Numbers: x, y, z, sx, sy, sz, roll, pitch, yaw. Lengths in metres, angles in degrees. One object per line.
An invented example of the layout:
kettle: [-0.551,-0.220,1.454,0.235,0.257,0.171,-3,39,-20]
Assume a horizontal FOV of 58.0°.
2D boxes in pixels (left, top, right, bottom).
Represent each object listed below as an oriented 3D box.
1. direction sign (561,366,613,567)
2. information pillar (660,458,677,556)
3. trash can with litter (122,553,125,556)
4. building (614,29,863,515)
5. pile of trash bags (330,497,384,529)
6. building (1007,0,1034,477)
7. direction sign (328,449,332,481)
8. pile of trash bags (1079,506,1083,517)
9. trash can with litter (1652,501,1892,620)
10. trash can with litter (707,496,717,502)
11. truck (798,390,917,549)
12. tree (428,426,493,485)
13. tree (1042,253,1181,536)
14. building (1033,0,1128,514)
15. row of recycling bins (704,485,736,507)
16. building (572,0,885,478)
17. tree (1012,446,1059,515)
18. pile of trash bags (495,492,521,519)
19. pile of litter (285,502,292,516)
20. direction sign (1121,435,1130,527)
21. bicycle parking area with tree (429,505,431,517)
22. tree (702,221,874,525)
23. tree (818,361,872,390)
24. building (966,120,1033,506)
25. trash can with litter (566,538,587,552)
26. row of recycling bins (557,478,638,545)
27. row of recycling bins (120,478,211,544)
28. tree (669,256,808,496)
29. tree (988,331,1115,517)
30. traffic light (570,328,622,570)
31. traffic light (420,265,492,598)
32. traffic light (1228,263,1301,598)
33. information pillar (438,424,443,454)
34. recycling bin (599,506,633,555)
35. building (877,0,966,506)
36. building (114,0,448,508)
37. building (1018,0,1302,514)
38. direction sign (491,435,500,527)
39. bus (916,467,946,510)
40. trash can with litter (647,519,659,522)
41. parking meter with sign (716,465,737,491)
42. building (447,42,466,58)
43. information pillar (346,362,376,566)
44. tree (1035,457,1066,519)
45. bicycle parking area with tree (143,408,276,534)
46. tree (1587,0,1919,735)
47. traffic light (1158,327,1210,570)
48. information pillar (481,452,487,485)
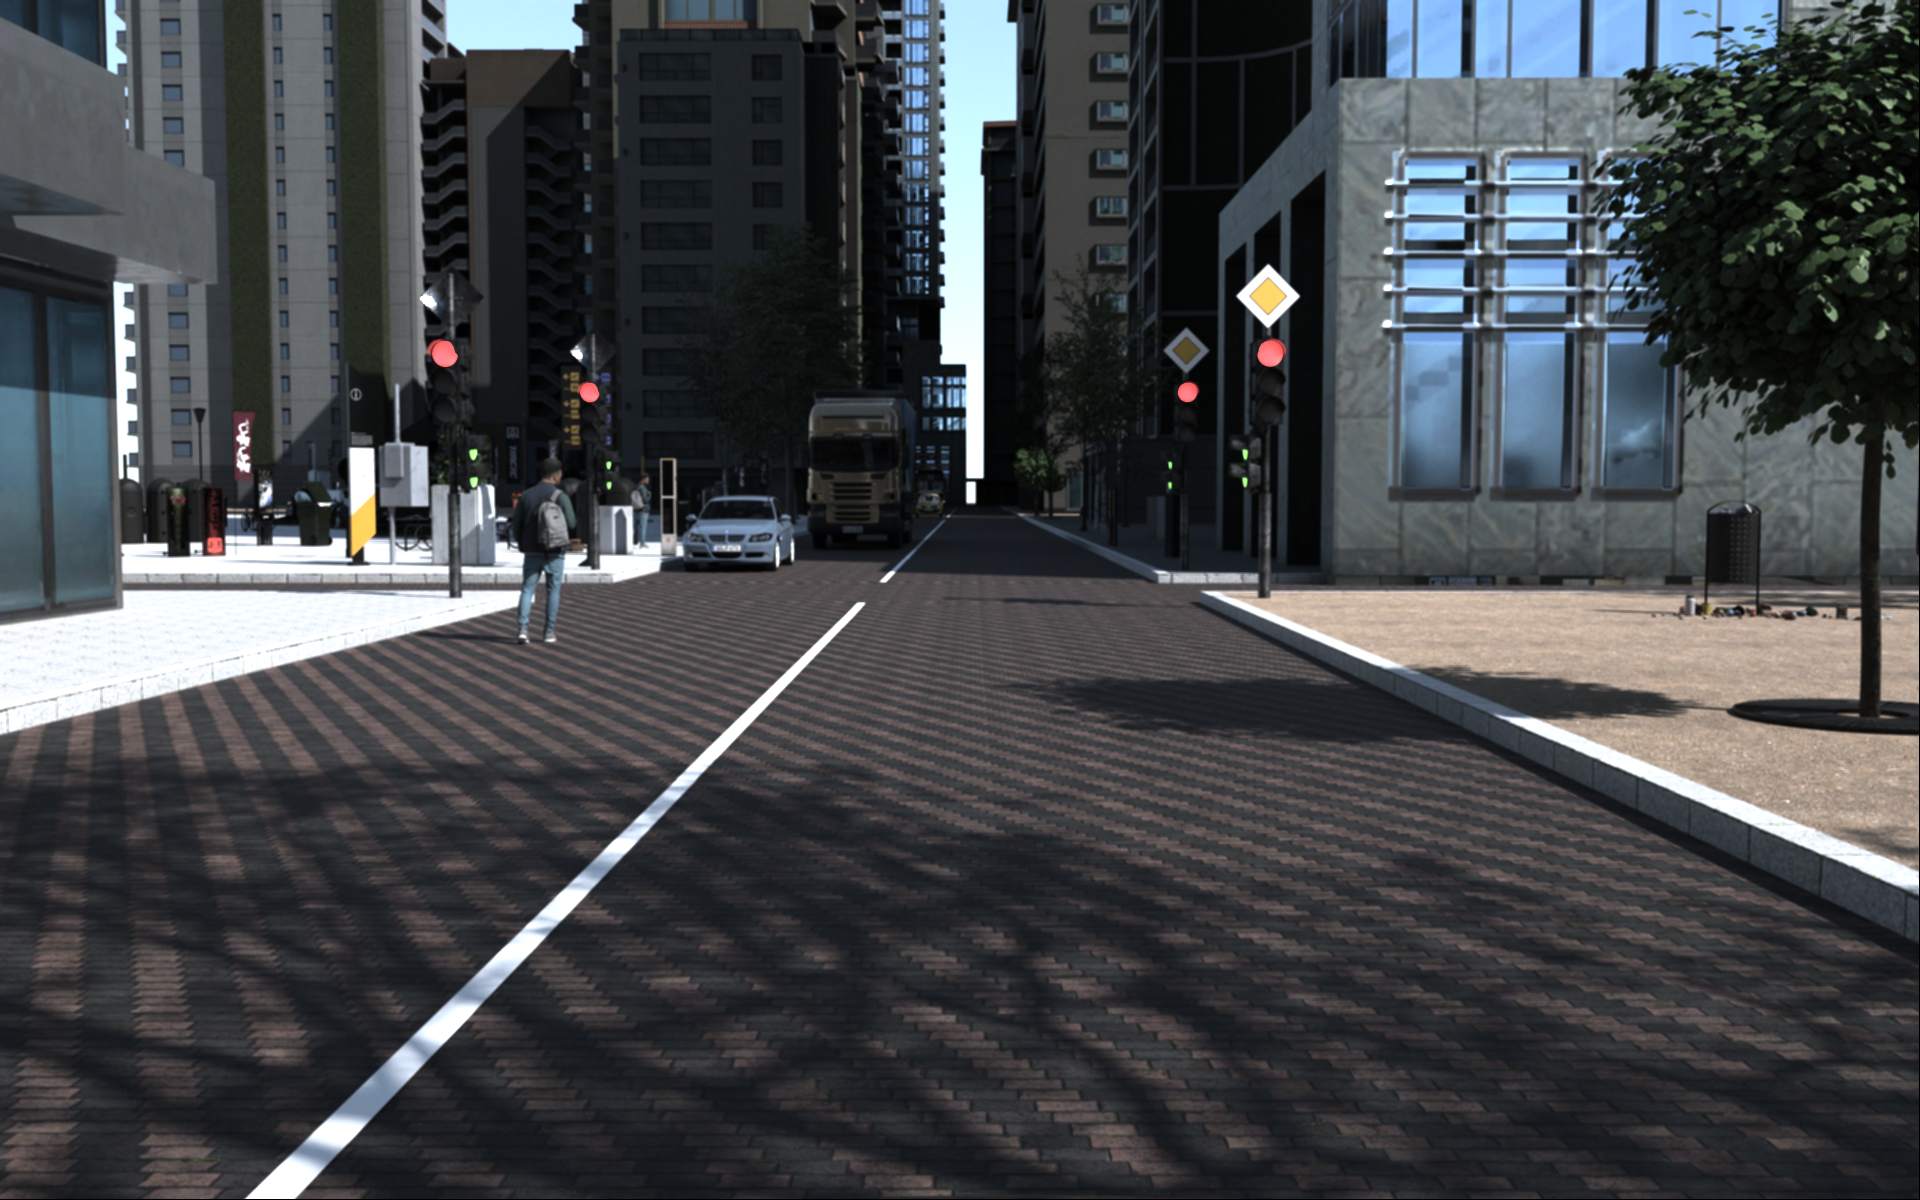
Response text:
direction sign: [-6.604,-2.369,30.726,0.876,3.537,0.379,-1,4,-17]
information pillar: [-6.022,-1.915,35.800,0.304,2.012,0.304,0,4,-4]
trash can with litter: [-16.922,-1.373,33.829,1.055,1.170,0.624,-1,4,-17]
building: [-13.738,-20.790,111.622,14.160,30.474,14.107,0,4,0]
pile of trash bags: [-22.130,-3.297,63.652,1.912,1.369,3.447,-2,4,-32]
building: [19.099,-35.253,165.626,28.713,52.752,27.495,0,4,0]
direction sign: [-31.677,-5.818,87.124,0.379,3.537,0.876,-2,4,-30]
pile of trash bags: [8.617,-5.452,98.895,3.447,1.369,1.912,-2,4,-33]
trash can with litter: [8.479,-0.428,18.061,2.233,1.210,1.678,2,4,27]
trash can with litter: [-8.807,-3.011,60.289,2.233,1.210,1.678,2,4,26]
truck: [-2.663,-3.673,48.965,2.839,4.237,11.283,0,4,1]
tree: [-12.877,-3.034,44.214,1.663,3.219,1.824,0,3,0]
tree: [4.522,-6.264,52.776,4.737,8.622,4.395,0,3,0]
building: [16.133,-30.370,120.259,21.300,48.544,21.600,0,4,0]
row of recycling bins: [-11.279,-4.552,81.544,1.069,1.692,3.534,-1,4,-21]
building: [-17.190,-29.237,132.654,22.147,44.769,28.867,0,4,0]
tree: [4.790,-7.630,108.459,4.285,4.588,4.351,0,3,0]
pile of trash bags: [-23.802,-4.780,87.903,3.447,1.369,1.912,0,4,5]
pile of litter: [-38.828,-5.339,101.255,1.176,0.858,1.719,0,4,8]
direction sign: [6.449,-4.610,67.370,0.379,3.537,0.876,0,4,-7]
bicycle parking area with tree: [-33.145,-6.631,95.425,8.231,4.147,9.016,-2,4,-25]
tree: [-7.266,-9.424,72.211,7.486,12.596,7.792,0,3,0]
tree: [-6.278,-9.149,99.951,4.737,8.622,4.395,0,3,0]
building: [15.165,-33.198,197.404,28.867,44.769,22.147,0,4,0]
trash can with litter: [-8.849,-1.651,38.379,1.055,1.170,0.624,-3,5,-39]
row of recycling bins: [-9.662,-2.295,44.637,3.534,1.692,1.069,3,4,36]
row of recycling bins: [-21.239,-2.326,45.142,1.069,1.692,3.534,3,5,41]
tree: [-7.151,-6.318,53.659,4.360,8.622,3.978,0,3,0]
tree: [5.378,-10.029,98.378,8.767,10.594,7.601,2,4,35]
traffic light: [-6.175,-2.470,29.298,0.839,4.253,0.868,0,4,0]
traffic light: [-6.224,-1.981,21.313,0.839,4.253,0.868,0,4,0]
traffic light: [3.737,-1.978,21.268,0.839,4.253,0.868,0,4,0]
information pillar: [-13.954,-3.379,46.595,0.183,3.616,0.504,-1,4,-10]
recycling bin: [-7.435,-1.484,36.810,0.722,1.027,0.722,2,4,24]
building: [-14.763,-54.089,197.031,31.000,86.520,22.319,0,4,0]
building: [-65.302,-38.401,169.858,28.212,58.520,21.231,0,4,0]
building: [15.310,-42.959,140.639,20.563,71.187,20.611,0,4,0]
direction sign: [-18.112,-4.605,67.288,0.379,3.537,0.876,0,4,-5]
bus: [-2.793,-10.421,161.934,2.896,3.916,12.252,0,4,-1]
trash can with litter: [-14.715,-4.211,79.907,1.678,1.210,2.233,-1,4,-12]
parking meter with sign: [-14.084,-6.500,102.533,1.738,3.016,0.543,1,4,10]
building: [-66.376,-37.495,202.278,27.495,52.752,28.713,0,4,0]
information pillar: [-10.757,-2.429,31.076,0.183,3.616,0.504,3,5,41]
tree: [4.708,-5.877,90.694,1.663,3.219,1.824,0,3,0]
bicycle parking area with tree: [-28.027,-4.335,57.877,8.231,4.147,9.016,1,4,15]
tree: [5.284,-1.594,9.783,4.285,4.588,4.351,0,3,0]
traffic light: [3.786,-2.467,29.253,0.839,4.253,0.868,0,4,0]
information pillar: [-26.690,-6.470,97.139,0.183,3.616,0.504,1,4,21]
